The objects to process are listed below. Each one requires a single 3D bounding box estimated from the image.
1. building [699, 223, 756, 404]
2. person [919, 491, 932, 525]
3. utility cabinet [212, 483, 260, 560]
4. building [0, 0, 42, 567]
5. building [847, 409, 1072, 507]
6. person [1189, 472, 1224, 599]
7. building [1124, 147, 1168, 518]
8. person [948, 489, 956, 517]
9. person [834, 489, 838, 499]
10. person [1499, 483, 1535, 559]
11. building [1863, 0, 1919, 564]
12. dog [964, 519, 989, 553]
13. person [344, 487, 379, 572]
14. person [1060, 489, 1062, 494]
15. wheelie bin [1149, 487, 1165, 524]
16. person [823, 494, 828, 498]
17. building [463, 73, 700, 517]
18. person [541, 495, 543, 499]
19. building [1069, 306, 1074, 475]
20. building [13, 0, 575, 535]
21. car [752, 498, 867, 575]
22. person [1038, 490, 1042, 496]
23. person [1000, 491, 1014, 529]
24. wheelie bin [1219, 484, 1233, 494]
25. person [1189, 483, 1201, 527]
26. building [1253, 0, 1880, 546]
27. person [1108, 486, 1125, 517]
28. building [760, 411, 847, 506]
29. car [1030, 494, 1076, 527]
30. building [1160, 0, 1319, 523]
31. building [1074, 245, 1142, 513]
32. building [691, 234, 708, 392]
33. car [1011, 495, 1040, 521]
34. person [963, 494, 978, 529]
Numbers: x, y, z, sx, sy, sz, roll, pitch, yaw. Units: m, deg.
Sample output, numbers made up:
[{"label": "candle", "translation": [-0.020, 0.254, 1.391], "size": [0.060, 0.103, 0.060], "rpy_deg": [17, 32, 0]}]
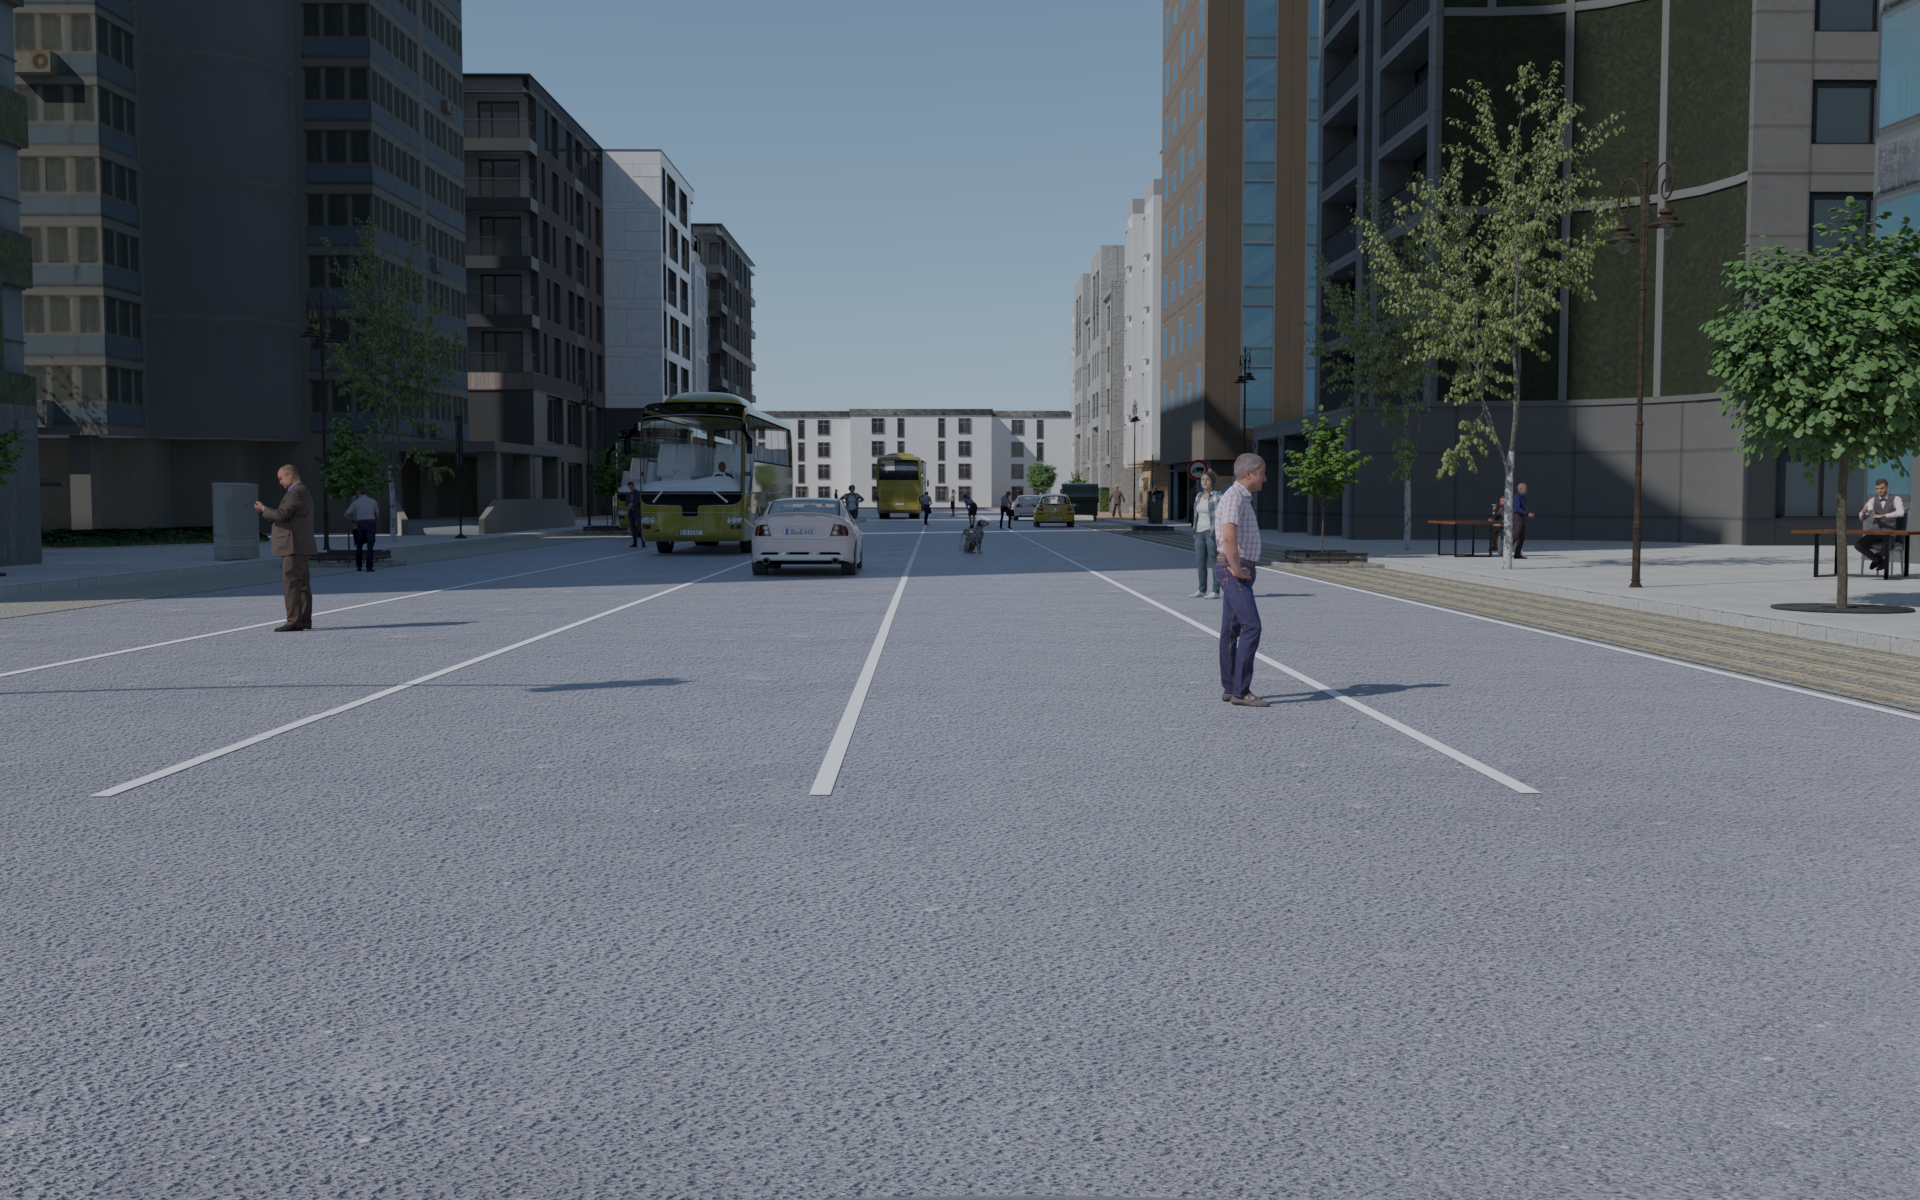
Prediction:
[{"label": "building", "translation": [-34.412, -18.386, 144.592], "size": [32.646, 21.610, 27.936], "rpy_deg": [0, 4, -1]}, {"label": "person", "translation": [-1.588, -4.259, 80.352], "size": [0.614, 1.554, 0.590], "rpy_deg": [1, 4, 23]}, {"label": "utility cabinet", "translation": [-14.114, -1.537, 33.804], "size": [0.318, 1.500, 1.173], "rpy_deg": [0, 4, 7]}, {"label": "building", "translation": [-23.839, -20.803, 23.727], "size": [14.154, 41.232, 14.086], "rpy_deg": [0, 4, -1]}, {"label": "building", "translation": [3.087, -14.247, 175.084], "size": [28.070, 9.664, 9.099], "rpy_deg": [0, 4, -1]}, {"label": "person", "translation": [3.426, -0.887, 23.730], "size": [0.376, 1.734, 0.841], "rpy_deg": [-2, 4, -32]}, {"label": "building", "translation": [17.514, -14.771, 97.920], "size": [16.016, 20.091, 11.380], "rpy_deg": [0, 4, -1]}, {"label": "person", "translation": [-0.529, -6.162, 110.029], "size": [0.721, 1.735, 1.217], "rpy_deg": [-1, 4, -17]}, {"label": "person", "translation": [-9.655, -7.767, 135.512], "size": [0.705, 1.821, 1.348], "rpy_deg": [0, 4, 0]}, {"label": "person", "translation": [11.038, -1.551, 34.088], "size": [0.574, 1.496, 0.600], "rpy_deg": [-3, 4, -39]}, {"label": "building", "translation": [30.392, -24.638, 22.443], "size": [30.456, 49.044, 23.786], "rpy_deg": [0, 4, -1]}, {"label": "dog", "translation": [0.325, -1.545, 42.101], "size": [0.513, 0.831, 0.800], "rpy_deg": [-1, 4, -22]}, {"label": "person", "translation": [-11.067, -1.305, 32.056], "size": [0.614, 1.554, 0.590], "rpy_deg": [-1, 4, -18]}, {"label": "person", "translation": [5.359, -5.041, 91.854], "size": [0.436, 1.711, 0.756], "rpy_deg": [-2, 4, -34]}, {"label": "wheelie bin", "translation": [8.482, -4.082, 74.643], "size": [0.693, 1.594, 0.980], "rpy_deg": [0, 4, 6]}, {"label": "person", "translation": [-10.796, -7.733, 138.126], "size": [0.799, 1.438, 0.628], "rpy_deg": [2, 4, 33]}, {"label": "building", "translation": [-31.597, -15.697, 100.614], "size": [27.936, 21.610, 32.646], "rpy_deg": [0, 4, -1]}, {"label": "person", "translation": [-19.125, -4.411, 80.223], "size": [0.516, 1.574, 0.319], "rpy_deg": [-1, 4, -10]}, {"label": "building", "translation": [17.871, -18.152, 153.203], "size": [16.016, 20.091, 11.380], "rpy_deg": [0, 4, -1]}, {"label": "building", "translation": [-31.351, -22.557, 60.685], "size": [32.217, 40.220, 23.993], "rpy_deg": [0, 4, -1]}, {"label": "car", "translation": [-2.780, -1.202, 32.012], "size": [2.083, 1.381, 4.827], "rpy_deg": [0, 4, -1]}, {"label": "person", "translation": [5.663, -6.747, 119.596], "size": [0.721, 1.735, 1.217], "rpy_deg": [-1, 4, -13]}, {"label": "person", "translation": [1.937, -3.720, 71.530], "size": [0.590, 1.554, 0.614], "rpy_deg": [3, 5, 41]}, {"label": "wheelie bin", "translation": [8.761, -2.985, 56.709], "size": [0.693, 1.594, 0.980], "rpy_deg": [-1, 4, -20]}, {"label": "person", "translation": [9.109, -3.663, 66.617], "size": [0.600, 1.739, 0.565], "rpy_deg": [-3, 5, -43]}, {"label": "building", "translation": [21.036, -37.479, 51.033], "size": [20.563, 71.187, 20.611], "rpy_deg": [0, 4, -1]}, {"label": "person", "translation": [8.672, -5.451, 95.726], "size": [0.990, 1.755, 0.434], "rpy_deg": [2, 4, 26]}, {"label": "building", "translation": [-24.990, -14.270, 175.466], "size": [28.070, 9.664, 9.099], "rpy_deg": [0, 4, -1]}, {"label": "car", "translation": [4.101, -4.022, 75.984], "size": [2.015, 1.641, 3.980], "rpy_deg": [0, 4, 1]}, {"label": "building", "translation": [16.835, -26.117, 77.129], "size": [14.600, 45.320, 14.200], "rpy_deg": [0, 4, -1]}, {"label": "building", "translation": [18.276, -16.229, 131.794], "size": [16.747, 18.905, 31.486], "rpy_deg": [0, 4, -1]}, {"label": "building", "translation": [-26.025, -16.300, 122.926], "size": [16.016, 20.091, 11.380], "rpy_deg": [0, 4, -1]}, {"label": "car", "translation": [3.769, -5.040, 94.769], "size": [2.083, 1.381, 4.827], "rpy_deg": [0, 4, -1]}, {"label": "person", "translation": [0.403, -3.670, 71.740], "size": [0.697, 1.427, 0.421], "rpy_deg": [3, 5, 43]}]
